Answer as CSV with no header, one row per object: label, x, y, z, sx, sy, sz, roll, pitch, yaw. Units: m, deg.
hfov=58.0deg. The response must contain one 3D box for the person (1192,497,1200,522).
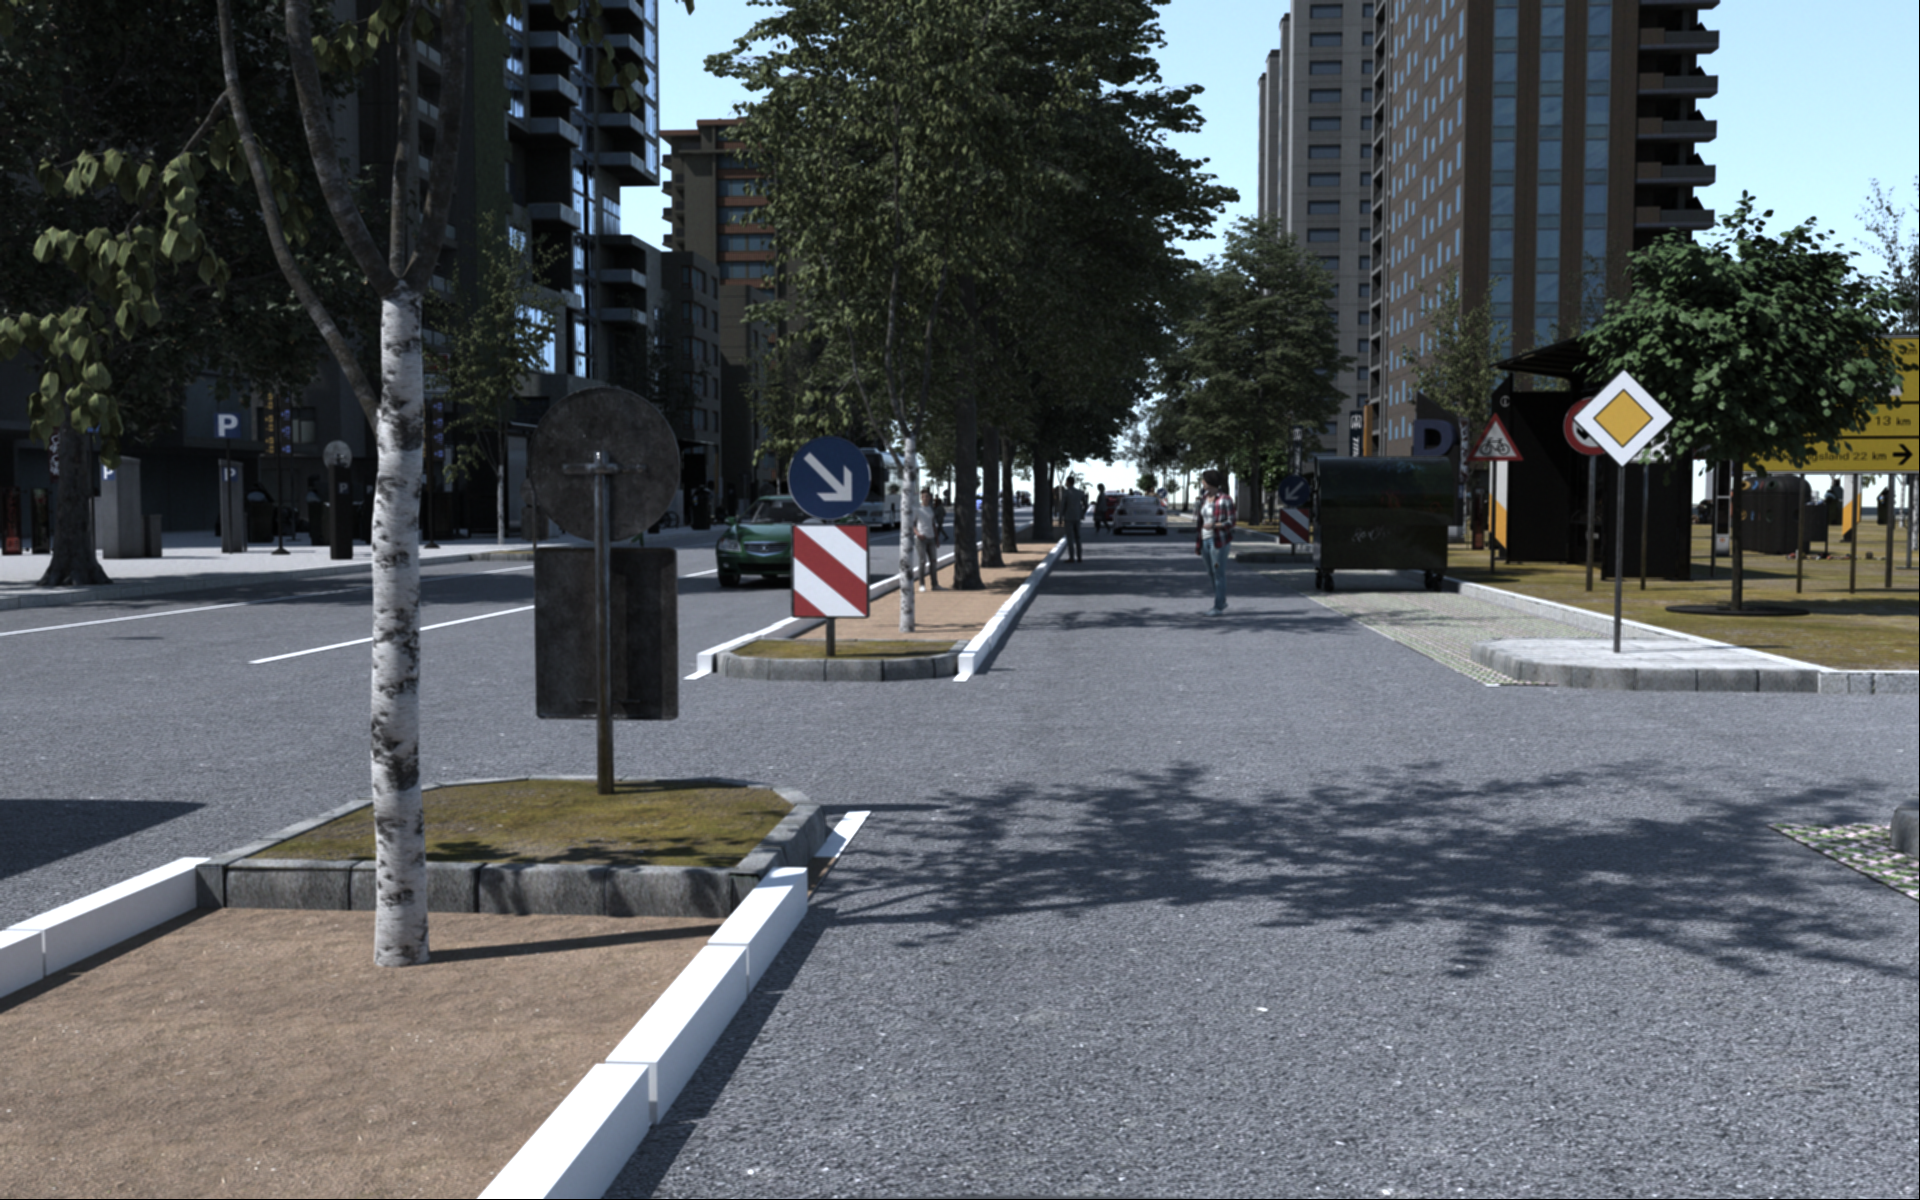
person,11.982,-4.609,88.142,0.394,1.301,0.425,3,4,38

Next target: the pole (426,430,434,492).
pole,-16.787,-3.732,54.860,0.158,3.312,0.155,0,3,0

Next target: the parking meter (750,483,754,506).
parking meter,-10.560,-5.048,88.250,0.255,1.863,0.399,-1,4,-12

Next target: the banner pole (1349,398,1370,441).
banner pole,10.535,-3.401,45.626,0.401,3.779,0.863,-2,4,-31

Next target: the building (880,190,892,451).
building,-20.763,-35.322,232.131,22.147,44.769,28.867,0,4,5

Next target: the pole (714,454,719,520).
pole,-12.250,-5.705,87.117,0.158,3.312,0.155,0,3,0

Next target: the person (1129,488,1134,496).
person,11.196,-6.432,113.759,0.705,1.812,1.348,-1,4,-17

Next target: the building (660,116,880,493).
building,-22.643,-33.563,203.375,22.147,44.769,28.867,0,4,5

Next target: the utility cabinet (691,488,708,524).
utility cabinet,-11.285,-4.066,75.158,0.318,1.500,1.173,1,4,11

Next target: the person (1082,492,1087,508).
person,11.062,-8.854,154.180,0.541,1.710,0.530,1,4,19

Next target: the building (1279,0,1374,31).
building,47.814,-40.399,202.517,21.231,58.520,28.212,0,4,5

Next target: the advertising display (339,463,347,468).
advertising display,-12.783,-1.879,35.934,0.123,1.923,0.974,-1,4,-17

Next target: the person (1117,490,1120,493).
person,11.609,-7.228,127.461,1.217,1.735,0.721,2,4,31

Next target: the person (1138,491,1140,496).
person,21.225,-12.028,205.021,0.709,1.838,0.599,1,4,21

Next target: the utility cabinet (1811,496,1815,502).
utility cabinet,28.700,-2.927,59.017,0.306,1.237,1.020,0,4,-6

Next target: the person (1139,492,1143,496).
person,8.482,-4.272,80.941,0.523,1.515,0.503,2,4,31

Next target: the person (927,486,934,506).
person,-1.522,-4.653,84.775,0.606,1.804,0.583,1,4,18

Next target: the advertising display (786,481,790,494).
advertising display,-8.391,-4.939,85.960,0.123,1.923,0.974,1,4,16

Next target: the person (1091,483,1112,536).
person,4.840,-3.083,59.082,0.728,1.800,0.709,0,4,7

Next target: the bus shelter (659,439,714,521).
bus shelter,-12.408,-5.226,76.728,1.731,3.624,6.357,0,4,5

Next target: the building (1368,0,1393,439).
building,42.253,-42.701,136.412,20.563,71.187,20.611,0,4,5

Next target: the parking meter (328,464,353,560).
parking meter,-12.132,-1.728,33.963,0.255,1.863,0.399,3,5,42

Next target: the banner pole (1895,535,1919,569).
banner pole,16.394,-2.427,29.702,0.401,3.779,0.863,3,5,42

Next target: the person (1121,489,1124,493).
person,9.765,-5.800,103.882,0.990,1.755,0.434,1,4,20

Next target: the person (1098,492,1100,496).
person,15.735,-11.246,193.158,1.217,1.735,0.721,-3,5,-41

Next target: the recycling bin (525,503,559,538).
recycling bin,-12.201,-2.326,50.586,0.722,1.027,0.722,1,4,18

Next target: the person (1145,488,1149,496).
person,11.278,-5.838,104.042,0.705,1.812,1.348,0,4,-2

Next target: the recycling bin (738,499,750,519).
recycling bin,-10.986,-4.676,89.006,0.722,1.027,0.722,-1,4,-15

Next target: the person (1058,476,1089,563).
person,2.359,-1.689,36.219,0.635,1.810,0.391,-2,4,-32

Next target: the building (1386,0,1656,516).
building,37.929,-28.728,119.806,14.600,45.320,14.200,0,4,5

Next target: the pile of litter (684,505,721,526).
pile of litter,-10.591,-3.397,69.505,1.719,0.858,1.176,0,4,-5

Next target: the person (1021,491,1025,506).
person,7.232,-11.741,200.993,0.721,1.766,1.217,1,4,15

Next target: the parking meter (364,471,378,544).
parking meter,-15.059,-2.368,44.434,0.399,1.863,0.255,1,4,21

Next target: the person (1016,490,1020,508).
person,6.108,-10.653,182.689,0.705,1.822,1.348,0,4,2

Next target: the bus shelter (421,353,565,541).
bus shelter,-13.930,-4.538,51.824,2.179,5.291,8.768,0,4,5

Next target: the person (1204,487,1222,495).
person,6.507,-2.176,44.177,0.679,1.850,0.850,2,4,32

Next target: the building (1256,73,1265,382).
building,50.176,-42.130,230.816,21.231,58.520,28.212,0,4,5

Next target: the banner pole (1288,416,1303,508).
banner pole,10.657,-3.992,55.289,0.401,3.779,0.863,-2,4,-29

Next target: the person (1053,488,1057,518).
person,5.698,-5.927,105.494,1.348,1.812,0.705,0,3,0

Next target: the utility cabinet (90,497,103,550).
utility cabinet,-19.656,-1.781,40.273,1.020,1.237,0.306,-3,4,-39

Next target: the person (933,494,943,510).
person,-1.379,-5.440,100.696,1.065,1.426,0.557,-2,4,-33

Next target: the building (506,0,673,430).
building,-30.840,-48.559,106.617,22.319,86.520,31.000,0,4,5

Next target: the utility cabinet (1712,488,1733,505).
utility cabinet,29.958,-3.594,67.442,1.173,1.500,0.318,0,4,3

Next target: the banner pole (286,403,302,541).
banner pole,-18.227,-3.500,47.248,0.401,3.779,0.863,-1,4,-19

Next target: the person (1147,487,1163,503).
person,10.225,-5.109,92.035,1.348,1.823,0.705,2,4,31

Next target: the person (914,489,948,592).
person,-0.475,-0.875,25.394,0.523,1.515,0.503,2,4,25

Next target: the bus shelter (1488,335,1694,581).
bus shelter,10.247,-2.278,28.527,1.731,3.624,6.357,0,4,4

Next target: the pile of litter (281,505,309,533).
pile of litter,-22.310,-2.684,57.851,1.719,0.858,1.176,0,4,-1

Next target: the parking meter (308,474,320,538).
parking meter,-19.087,-2.783,51.212,0.255,1.863,0.399,0,4,-3

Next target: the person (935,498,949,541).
person,-0.612,-2.440,52.659,0.640,1.303,0.475,2,4,24

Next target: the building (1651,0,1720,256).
building,36.408,-27.865,105.709,14.600,45.320,14.200,0,4,5

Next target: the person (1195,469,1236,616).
person,3.039,-0.680,20.457,0.643,1.720,0.563,-2,4,-34

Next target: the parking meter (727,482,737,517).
parking meter,-10.940,-4.736,83.140,0.399,1.863,0.255,0,4,4

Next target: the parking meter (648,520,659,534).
parking meter,-9.981,-2.934,56.385,0.372,1.533,0.369,0,3,0

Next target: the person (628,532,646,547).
person,-8.459,-2.001,45.467,0.590,1.304,0.306,-3,4,-37

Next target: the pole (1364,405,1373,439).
pole,9.362,-2.811,39.798,0.158,3.312,0.155,0,3,0

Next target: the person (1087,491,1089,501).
person,17.859,-14.332,242.925,0.705,1.812,1.348,0,4,-6

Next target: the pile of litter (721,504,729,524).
pile of litter,-10.393,-3.639,73.456,1.176,0.858,1.719,2,4,28
